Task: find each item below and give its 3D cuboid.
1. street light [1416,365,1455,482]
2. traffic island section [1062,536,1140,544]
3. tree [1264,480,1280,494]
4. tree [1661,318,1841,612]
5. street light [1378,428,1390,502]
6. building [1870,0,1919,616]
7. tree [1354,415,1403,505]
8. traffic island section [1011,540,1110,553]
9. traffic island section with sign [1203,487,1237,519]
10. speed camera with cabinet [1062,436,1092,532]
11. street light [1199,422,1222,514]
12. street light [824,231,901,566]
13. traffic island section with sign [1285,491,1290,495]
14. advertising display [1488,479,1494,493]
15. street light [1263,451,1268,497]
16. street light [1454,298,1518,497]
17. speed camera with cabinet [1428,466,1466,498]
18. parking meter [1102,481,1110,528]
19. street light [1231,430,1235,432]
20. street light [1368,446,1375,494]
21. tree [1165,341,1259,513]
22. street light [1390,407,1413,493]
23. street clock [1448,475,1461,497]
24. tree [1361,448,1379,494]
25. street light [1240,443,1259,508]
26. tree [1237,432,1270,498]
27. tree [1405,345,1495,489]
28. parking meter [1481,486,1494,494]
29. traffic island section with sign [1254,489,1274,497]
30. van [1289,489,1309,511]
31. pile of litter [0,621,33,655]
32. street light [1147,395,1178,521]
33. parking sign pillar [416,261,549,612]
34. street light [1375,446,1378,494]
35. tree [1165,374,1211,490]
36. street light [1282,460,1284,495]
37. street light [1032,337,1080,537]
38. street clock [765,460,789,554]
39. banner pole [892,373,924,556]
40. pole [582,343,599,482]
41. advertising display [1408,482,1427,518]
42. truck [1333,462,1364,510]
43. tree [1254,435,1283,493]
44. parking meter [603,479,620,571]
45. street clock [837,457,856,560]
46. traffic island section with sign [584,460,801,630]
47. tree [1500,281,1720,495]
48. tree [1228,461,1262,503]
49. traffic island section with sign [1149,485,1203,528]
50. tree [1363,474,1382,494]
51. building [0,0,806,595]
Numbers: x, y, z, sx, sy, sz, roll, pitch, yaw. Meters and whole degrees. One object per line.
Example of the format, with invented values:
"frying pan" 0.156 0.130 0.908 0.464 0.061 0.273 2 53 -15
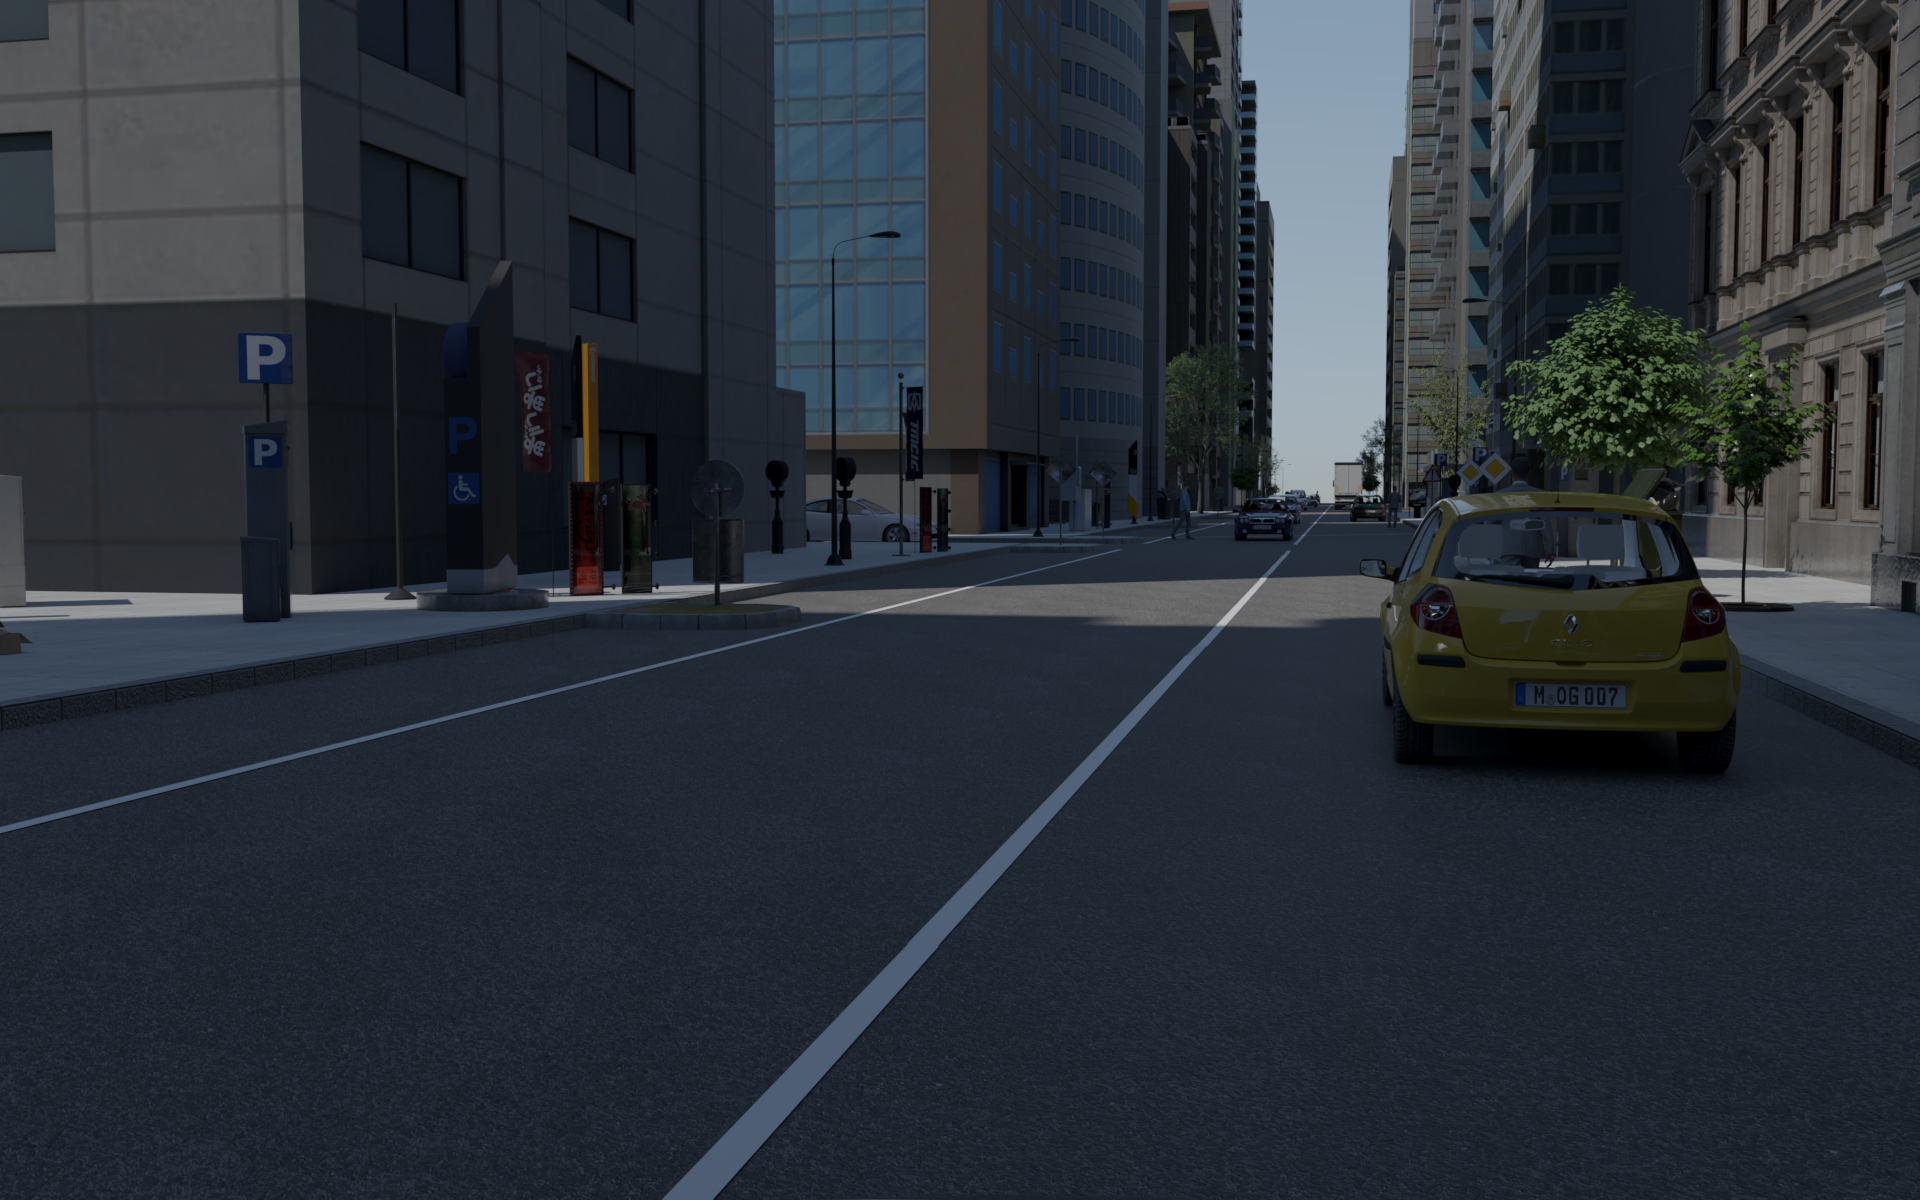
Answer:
"street light" 17.274 -5.483 62.186 1.470 5.913 1.316 1 4 12
"traffic island section" 4.229 -1.780 51.390 2.009 0.180 2.903 1 4 12
"tree" 41.494 -14.520 232.006 1.663 3.219 1.824 0 3 0
"tree" 8.631 -1.511 19.307 1.663 3.219 1.824 0 3 0
"street light" 30.517 -9.168 122.444 1.470 5.913 1.316 1 4 12
"building" 13.143 -9.814 9.611 9.793 20.994 18.267 1 4 12
"tree" 50.025 -16.539 204.825 7.601 10.594 8.767 -1 4 -16
"traffic island section" 2.510 -1.303 43.592 2.009 0.180 2.903 1 4 12
"traffic island section with sign" 14.970 -5.594 100.085 1.989 1.847 2.006 1 4 12
"speed camera with cabinet" 3.989 -3.982 59.445 0.660 3.252 2.038 1 4 19
"street light" 16.134 -8.502 111.548 1.470 5.913 1.316 1 4 12
"street light" -1.728 -3.564 30.818 1.470 5.913 1.316 1 4 12
"traffic island section with sign" 49.286 -15.119 255.826 1.989 1.847 2.006 1 4 12
"advertising display" 20.783 -3.822 67.703 0.123 1.923 0.974 0 4 5
"street light" 32.543 -13.108 186.854 1.470 5.913 1.316 1 4 12
"street light" 12.568 -4.188 41.007 1.470 5.913 1.316 1 4 12
"speed camera with cabinet" 25.566 -5.908 90.933 0.660 3.252 2.038 -2 4 -34
"parking meter" 5.473 -3.617 64.845 0.255 1.863 0.399 0 4 -5
"street light" 19.280 -9.400 126.228 1.470 5.913 1.316 1 4 12
"street light" 40.128 -11.834 166.027 1.470 5.913 1.316 1 4 12
"tree" 16.503 -11.767 118.149 9.928 11.665 9.643 0 3 0
"street light" 23.871 -7.336 92.482 1.470 5.913 1.316 1 4 12
"street clock" 18.433 -3.669 64.560 0.358 2.002 0.471 -2 4 -24
"tree" 63.996 -19.657 271.748 4.737 8.622 4.395 0 3 0
"street light" 26.012 -11.248 156.452 1.470 5.913 1.316 1 4 12
"tree" 33.555 -15.212 199.078 4.737 8.622 4.395 0 3 0
"tree" 24.475 -8.328 86.524 4.737 8.622 4.395 0 3 0
"parking meter" 16.033 -2.710 52.715 0.372 1.533 0.369 0 3 0
"traffic island section with sign" 25.534 -8.525 148.015 1.989 1.847 2.006 1 4 12
"van" 29.552 -8.846 151.635 2.013 2.044 4.112 1 4 11
"pile of litter" -8.086 0.003 13.921 1.176 0.858 1.719 0 4 -5
"street light" 9.529 -6.669 81.577 1.470 5.913 1.316 1 4 12
"parking sign pillar" -5.388 -1.896 19.465 1.447 3.967 1.447 0 4 2
"street light" 33.421 -9.974 135.623 1.470 5.913 1.316 1 4 12
"tree" 13.427 -9.482 105.385 4.360 8.622 3.978 0 3 0
"street light" 43.744 -16.203 237.463 1.470 5.913 1.316 1 4 12
"street light" 2.866 -4.837 51.619 1.470 5.913 1.316 1 4 12
"street clock" -3.917 -1.991 37.130 0.471 2.002 0.358 2 4 32
"banner pole" -1.047 -2.790 35.641 0.863 3.779 0.401 3 5 42
"pole" -5.027 -1.821 23.612 0.158 3.312 0.155 0 3 0
"advertising display" 24.171 -5.277 91.496 0.974 1.923 0.123 2 4 33
"truck" 35.209 -10.283 157.042 2.839 4.237 11.283 1 4 12
"tree" 37.501 -15.993 211.842 4.360 8.622 3.978 0 3 0
"parking meter" -5.854 -1.249 28.837 0.372 1.533 0.369 0 3 0
"street clock" -2.256 -1.799 33.991 0.358 2.002 0.471 -3 4 -39
"traffic island section with sign" -2.856 -0.649 19.238 1.989 1.847 2.006 1 4 12
"tree" 10.229 -2.630 26.717 4.285 4.588 4.351 0 3 0
"tree" 27.935 -11.371 169.636 4.285 4.588 4.351 0 3 0
"traffic island section with sign" 9.093 -3.962 73.413 1.989 1.847 2.006 1 4 12
"tree" 61.063 -16.745 257.500 4.285 4.588 4.351 0 3 0
"building" -15.967 -36.312 31.952 20.611 71.187 20.563 1 4 12
